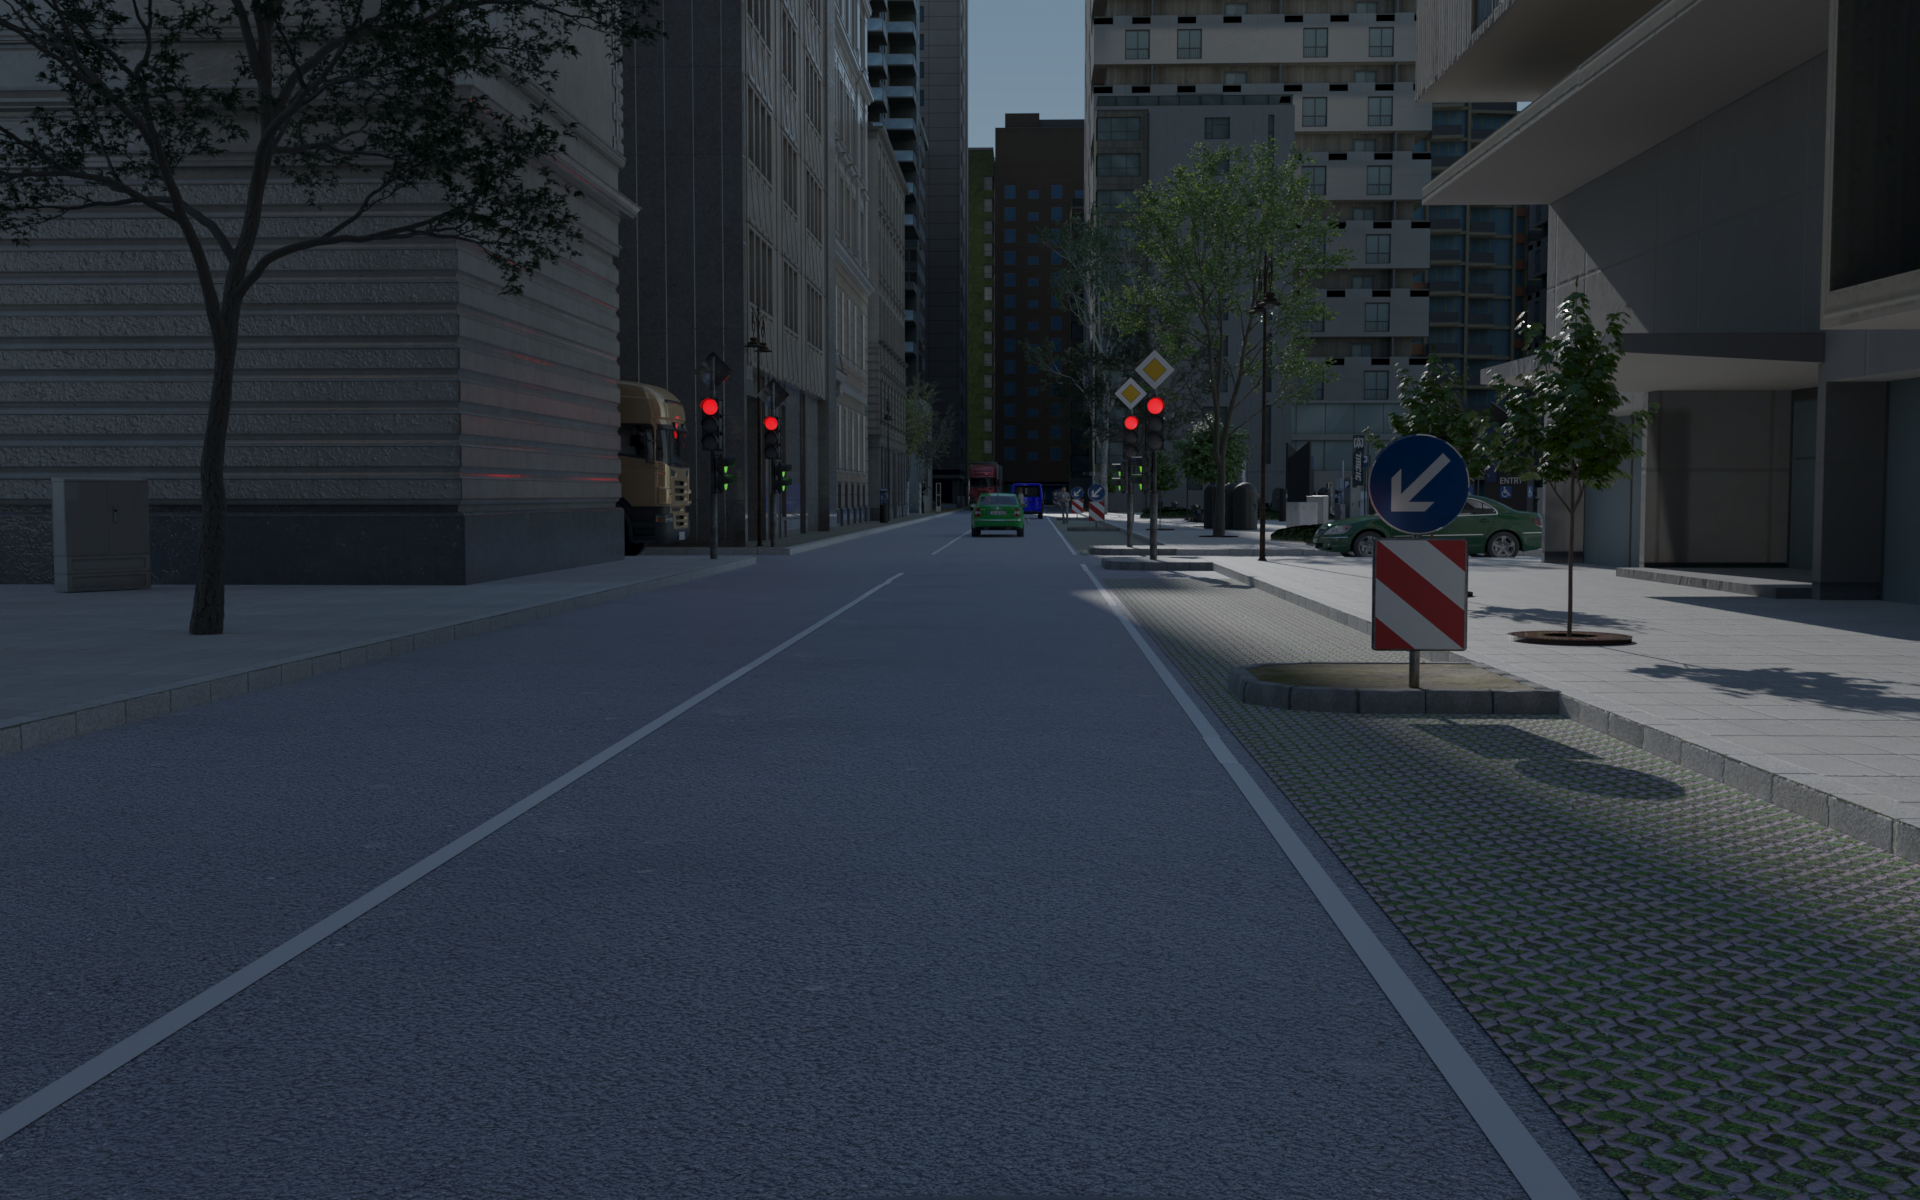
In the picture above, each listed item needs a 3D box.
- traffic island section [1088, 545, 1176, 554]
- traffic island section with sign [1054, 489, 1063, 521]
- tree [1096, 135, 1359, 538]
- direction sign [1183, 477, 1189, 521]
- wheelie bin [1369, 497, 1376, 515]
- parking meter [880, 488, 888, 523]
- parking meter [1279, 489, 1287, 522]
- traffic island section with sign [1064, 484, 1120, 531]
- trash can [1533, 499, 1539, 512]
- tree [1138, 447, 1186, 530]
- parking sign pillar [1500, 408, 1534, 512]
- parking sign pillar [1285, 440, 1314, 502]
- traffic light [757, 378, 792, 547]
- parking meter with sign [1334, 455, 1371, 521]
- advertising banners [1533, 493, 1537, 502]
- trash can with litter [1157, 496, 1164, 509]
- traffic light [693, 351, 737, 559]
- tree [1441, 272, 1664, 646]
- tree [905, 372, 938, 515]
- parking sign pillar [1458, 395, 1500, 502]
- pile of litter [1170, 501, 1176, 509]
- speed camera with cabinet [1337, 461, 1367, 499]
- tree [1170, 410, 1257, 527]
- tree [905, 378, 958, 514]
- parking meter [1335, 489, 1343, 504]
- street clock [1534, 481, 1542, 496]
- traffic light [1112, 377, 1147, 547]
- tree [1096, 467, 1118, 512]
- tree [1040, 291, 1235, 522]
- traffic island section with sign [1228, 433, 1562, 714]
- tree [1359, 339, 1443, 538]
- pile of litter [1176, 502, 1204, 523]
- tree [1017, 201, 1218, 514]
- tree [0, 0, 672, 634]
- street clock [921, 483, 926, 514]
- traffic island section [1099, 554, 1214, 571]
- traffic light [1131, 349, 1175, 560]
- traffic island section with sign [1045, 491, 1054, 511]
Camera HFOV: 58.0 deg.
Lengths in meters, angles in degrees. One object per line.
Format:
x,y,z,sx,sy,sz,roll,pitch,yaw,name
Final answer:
4.125,-1.197,41.851,2.009,0.180,2.903,0,4,2,traffic island section
6.230,-5.214,93.875,1.989,1.847,2.006,0,4,2,traffic island section with sign
7.729,-7.663,51.039,9.928,11.665,9.643,0,3,0,tree
11.016,-5.620,83.889,0.379,3.537,0.876,1,4,11,direction sign
19.775,-4.549,82.280,0.980,1.594,0.693,2,4,25,wheelie bin
-3.374,-4.180,76.749,0.372,1.533,0.369,0,3,0,parking meter
15.069,-4.427,80.792,0.372,1.533,0.369,0,3,0,parking meter
5.144,-3.567,66.942,1.989,1.847,2.006,0,4,2,traffic island section with sign
18.015,-2.651,55.001,0.748,1.137,0.748,0,3,0,trash can
6.999,-4.086,61.399,1.663,3.219,1.824,0,3,0,tree
15.889,-3.770,50.116,1.447,3.967,1.447,3,5,42,parking sign pillar
17.760,-6.283,91.203,1.447,3.967,1.447,-2,4,-33,parking sign pillar
-4.520,-3.251,42.068,0.839,4.253,0.868,0,4,2,traffic light
17.311,-4.910,76.540,1.738,3.016,0.543,-2,4,-33,parking meter with sign
34.316,-6.403,100.874,2.074,3.025,0.090,-1,4,-15,advertising banners
11.630,-5.422,100.033,0.624,1.170,1.055,-1,4,-14,trash can with litter
-4.842,-2.763,34.090,0.839,4.253,0.868,0,4,2,traffic light
5.450,-1.254,15.109,1.663,3.219,1.824,0,3,0,tree
-3.352,-9.427,104.494,4.737,8.622,4.395,0,3,0,tree
12.932,-3.451,44.898,1.447,3.967,1.447,0,4,-2,parking sign pillar
13.230,-5.647,106.298,1.719,0.858,1.176,3,4,37,pile of litter
23.350,-6.617,102.524,2.038,3.252,0.660,1,4,12,speed camera with cabinet
9.835,-5.101,67.113,4.285,4.588,4.351,0,3,0,tree
-2.304,-9.774,110.165,4.360,8.622,3.978,0,3,0,tree
18.006,-4.523,82.359,0.372,1.533,0.369,0,3,0,parking meter
23.469,-4.017,70.251,0.358,2.002,0.471,2,4,34,street clock
4.085,-3.230,41.738,0.839,4.253,0.868,0,4,2,traffic light
10.511,-7.761,121.499,1.663,3.219,1.824,0,3,0,tree
7.802,-8.778,77.935,8.767,10.594,7.601,-1,4,-10,tree
2.939,-0.216,12.160,1.989,1.847,2.006,0,4,2,traffic island section with sign
5.819,-1.662,21.770,1.663,3.219,1.824,0,3,0,tree
10.845,-3.938,78.353,1.176,0.858,1.719,-2,4,-25,pile of litter
9.950,-15.551,110.147,12.611,20.169,13.585,0,3,0,tree
-6.616,-4.953,15.400,7.601,10.594,8.767,2,4,27,tree
-2.476,-6.702,114.145,0.471,2.002,0.358,-3,5,-45,street clock
3.802,-0.709,33.872,2.009,0.180,2.903,0,4,2,traffic island section
3.763,-2.742,33.760,0.839,4.253,0.868,0,4,2,traffic light
8.232,-8.250,143.522,1.989,1.847,2.006,0,4,2,traffic island section with sign
